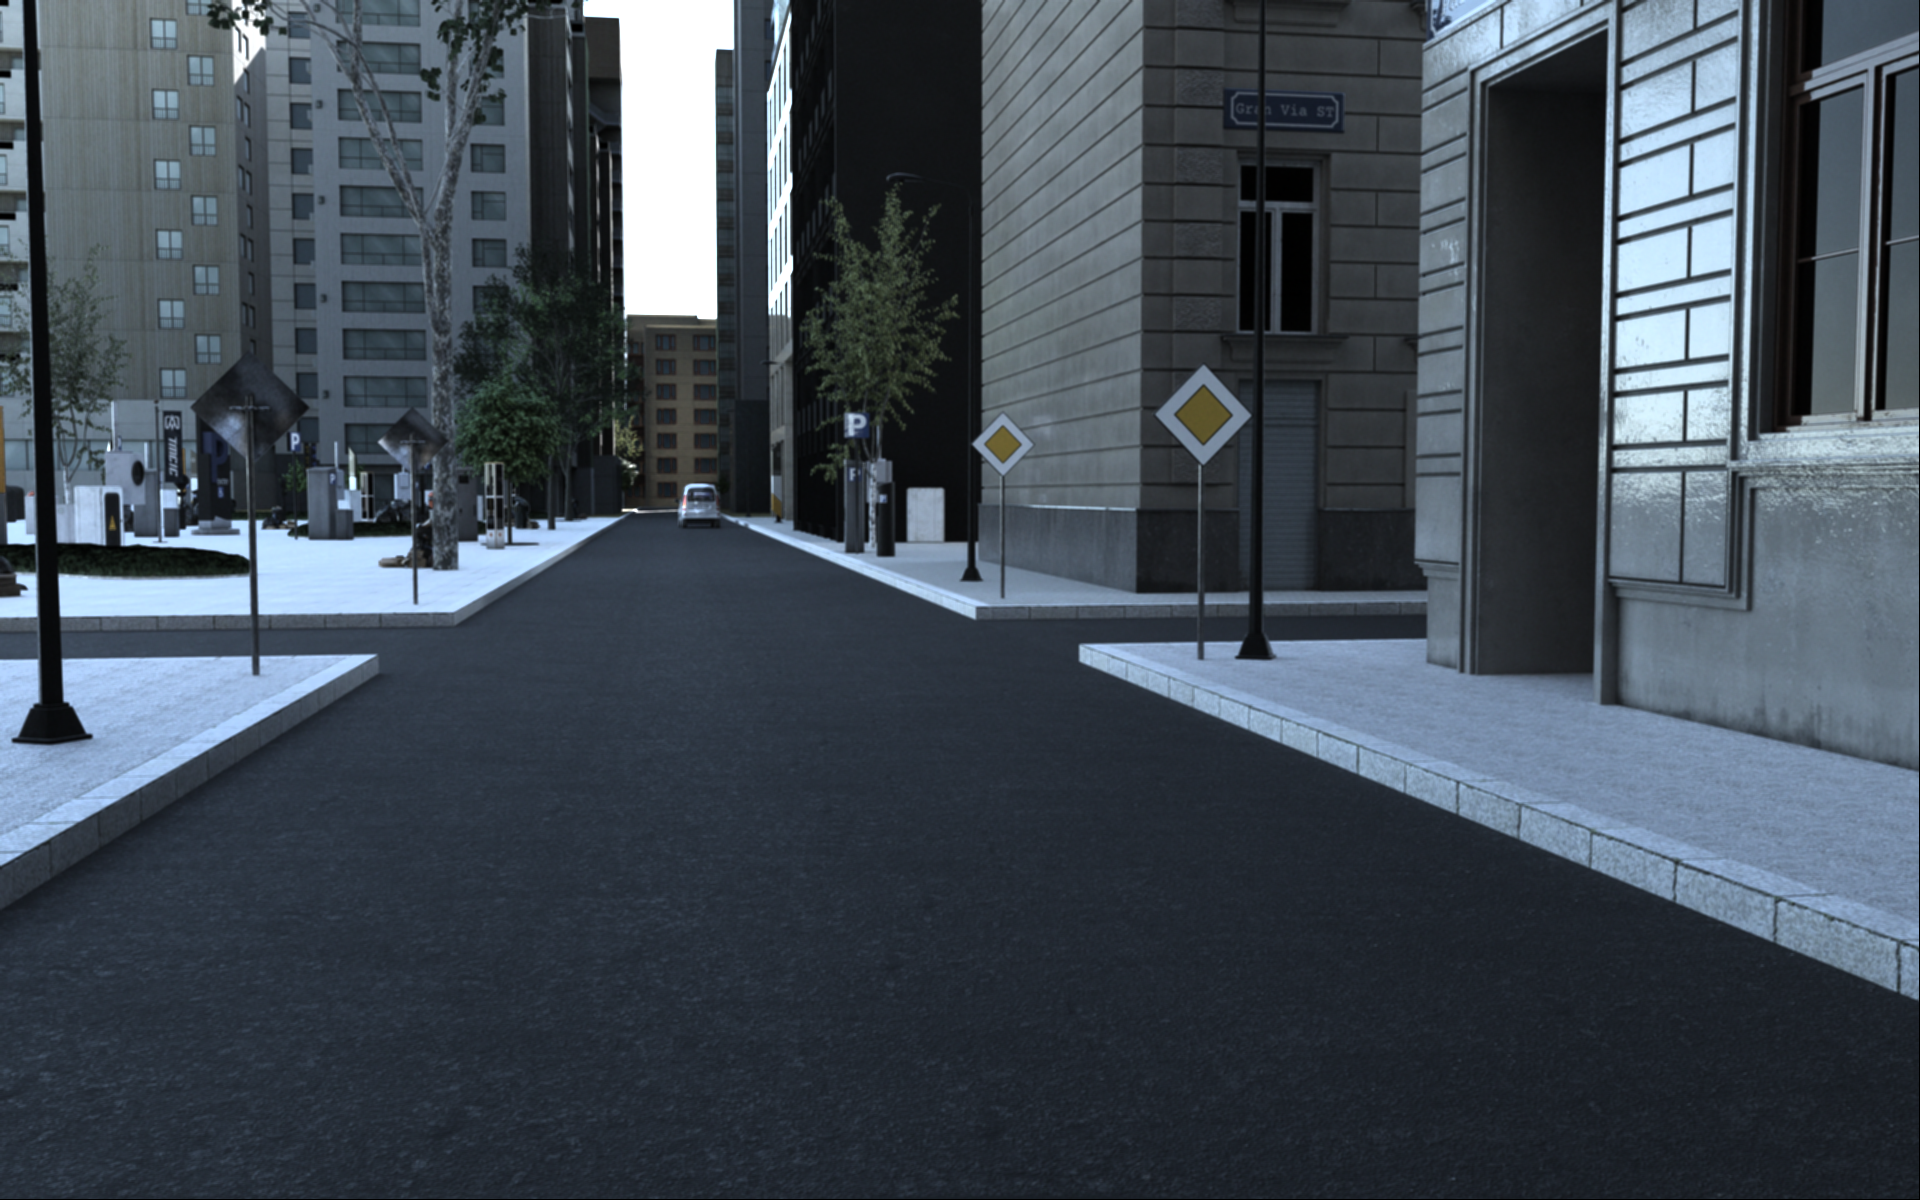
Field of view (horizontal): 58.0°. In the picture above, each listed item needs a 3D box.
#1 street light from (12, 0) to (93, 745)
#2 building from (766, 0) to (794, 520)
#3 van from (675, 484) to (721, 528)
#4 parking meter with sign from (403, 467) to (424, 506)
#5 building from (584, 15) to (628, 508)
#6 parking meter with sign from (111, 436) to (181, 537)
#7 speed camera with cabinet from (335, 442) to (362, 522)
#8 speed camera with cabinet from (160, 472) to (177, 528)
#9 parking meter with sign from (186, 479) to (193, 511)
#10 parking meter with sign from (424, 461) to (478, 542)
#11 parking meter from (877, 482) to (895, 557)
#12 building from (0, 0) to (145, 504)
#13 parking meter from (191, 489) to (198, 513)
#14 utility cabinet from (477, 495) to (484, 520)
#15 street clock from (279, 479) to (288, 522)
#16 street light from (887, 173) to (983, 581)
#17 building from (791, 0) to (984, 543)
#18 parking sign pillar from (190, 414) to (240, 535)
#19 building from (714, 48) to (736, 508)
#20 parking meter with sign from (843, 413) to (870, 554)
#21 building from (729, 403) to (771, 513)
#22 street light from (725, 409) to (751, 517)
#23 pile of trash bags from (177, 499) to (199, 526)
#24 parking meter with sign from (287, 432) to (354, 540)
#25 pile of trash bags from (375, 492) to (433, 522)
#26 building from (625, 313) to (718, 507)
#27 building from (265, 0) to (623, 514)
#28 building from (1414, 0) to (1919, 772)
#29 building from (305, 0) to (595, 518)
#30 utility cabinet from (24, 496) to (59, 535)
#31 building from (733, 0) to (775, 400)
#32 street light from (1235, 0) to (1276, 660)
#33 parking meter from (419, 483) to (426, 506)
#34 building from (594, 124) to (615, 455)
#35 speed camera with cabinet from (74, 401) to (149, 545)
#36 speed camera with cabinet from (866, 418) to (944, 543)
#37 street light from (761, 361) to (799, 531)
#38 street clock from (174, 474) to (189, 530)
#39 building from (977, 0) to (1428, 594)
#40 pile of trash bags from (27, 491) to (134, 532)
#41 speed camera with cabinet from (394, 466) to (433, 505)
[{"bbox_3d":[-4.197,-2.226,8.934,1.470,5.913,1.316,-1,4,-10],"label":"street light"},{"bbox_3d":[1.849,-16.841,79.867,19.350,26.468,34.151,-1,4,-10],"label":"building"},{"bbox_3d":[-11.282,-4.146,74.806,2.013,2.044,4.112,-1,4,-12],"label":"van"},{"bbox_3d":[-26.532,-5.347,83.677,1.738,3.016,0.543,1,4,13],"label":"parking meter with sign"},{"bbox_3d":[-38.248,-31.196,160.159,14.200,45.320,14.600,-1,4,-10],"label":"building"},{"bbox_3d":[-24.257,-3.388,51.658,1.738,3.016,0.543,0,4,-6],"label":"parking meter with sign"},{"bbox_3d":[-23.630,-4.403,66.332,0.660,3.252,2.038,1,4,11],"label":"speed camera with cabinet"},{"bbox_3d":[-30.644,-4.402,66.304,0.660,3.252,2.038,-3,5,-44],"label":"speed camera with cabinet"},{"bbox_3d":[-39.074,-5.558,87.136,0.543,3.016,1.738,-3,5,-41],"label":"parking meter with sign"},{"bbox_3d":[-13.488,-3.096,46.878,0.543,3.016,1.738,3,5,45],"label":"parking meter with sign"},{"bbox_3d":[-1.525,-1.663,35.602,0.372,1.533,0.369,0,3,0],"label":"parking meter"},{"bbox_3d":[-71.867,-34.119,147.080,27.495,52.752,28.713,-1,4,-10],"label":"building"},{"bbox_3d":[-39.067,-4.896,88.466,0.372,1.533,0.369,0,3,0],"label":"parking meter"},{"bbox_3d":[-22.344,-4.253,80.692,0.306,1.237,1.020,-1,4,-12],"label":"utility cabinet"},{"bbox_3d":[-31.536,-4.660,80.761,0.358,2.002,0.471,-1,4,-21],"label":"street clock"},{"bbox_3d":[-0.365,-3.230,25.348,1.470,5.913,1.316,-1,4,-10],"label":"street light"},{"bbox_3d":[1.489,-13.717,53.954,12.332,23.373,15.834,-1,4,-10],"label":"building"},{"bbox_3d":[-23.482,-4.039,54.511,1.447,3.967,1.447,0,4,5],"label":"parking sign pillar"},{"bbox_3d":[-16.061,-29.374,163.862,14.154,41.232,14.086,-1,4,-10],"label":"building"},{"bbox_3d":[-2.298,-2.548,37.925,0.543,3.016,1.738,0,4,-6],"label":"parking meter with sign"},{"bbox_3d":[-3.510,-48.949,112.989,22.319,86.520,31.000,-1,4,-10],"label":"building"},{"bbox_3d":[-12.208,-7.506,95.258,1.470,5.913,1.316,-1,4,-10],"label":"street light"},{"bbox_3d":[-30.949,-3.695,70.161,3.447,1.369,1.912,2,4,30],"label":"pile of trash bags"},{"bbox_3d":[-17.860,-3.193,48.470,1.738,3.016,0.543,1,4,11],"label":"parking meter with sign"},{"bbox_3d":[-21.749,-3.630,69.102,1.912,1.369,3.447,1,4,15],"label":"pile of trash bags"},{"bbox_3d":[-39.895,-21.051,189.219,28.899,21.520,27.650,-1,4,-10],"label":"building"},{"bbox_3d":[-33.479,-41.428,115.607,20.563,71.187,20.611,-1,4,-10],"label":"building"},{"bbox_3d":[10.063,-10.249,3.731,11.583,22.565,21.152,-1,4,-10],"label":"building"},{"bbox_3d":[-28.686,-20.066,99.788,14.160,30.474,14.107,-1,4,-10],"label":"building"},{"bbox_3d":[-29.001,-2.664,54.714,1.020,1.237,0.306,1,4,10],"label":"utility cabinet"},{"bbox_3d":[-8.132,-36.775,143.269,21.231,58.520,28.212,-1,4,-10],"label":"building"},{"bbox_3d":[1.780,-2.493,13.294,1.470,5.913,1.316,-1,4,-10],"label":"street light"},{"bbox_3d":[-27.721,-5.117,89.382,0.399,1.863,0.255,-2,4,-24],"label":"parking meter"},{"bbox_3d":[-34.218,-22.177,134.300,14.160,30.474,14.107,-1,4,-10],"label":"building"},{"bbox_3d":[-17.830,-2.570,36.351,0.660,3.252,2.038,0,4,-1],"label":"speed camera with cabinet"},{"bbox_3d":[-1.435,-3.133,45.558,2.038,3.252,0.660,0,4,-1],"label":"speed camera with cabinet"},{"bbox_3d":[-6.249,-5.387,60.610,1.470,5.913,1.316,-1,4,-10],"label":"street light"},{"bbox_3d":[-28.135,-3.550,62.609,0.471,2.002,0.358,0,4,-4],"label":"street clock"},{"bbox_3d":[13.273,-14.178,29.079,25.104,27.353,12.463,-1,4,-10],"label":"building"},{"bbox_3d":[-29.590,-2.977,58.429,3.447,1.369,1.912,-1,4,-17],"label":"pile of trash bags"},{"bbox_3d":[-23.400,-4.935,75.020,2.038,3.252,0.660,-2,4,-27],"label":"speed camera with cabinet"}]
